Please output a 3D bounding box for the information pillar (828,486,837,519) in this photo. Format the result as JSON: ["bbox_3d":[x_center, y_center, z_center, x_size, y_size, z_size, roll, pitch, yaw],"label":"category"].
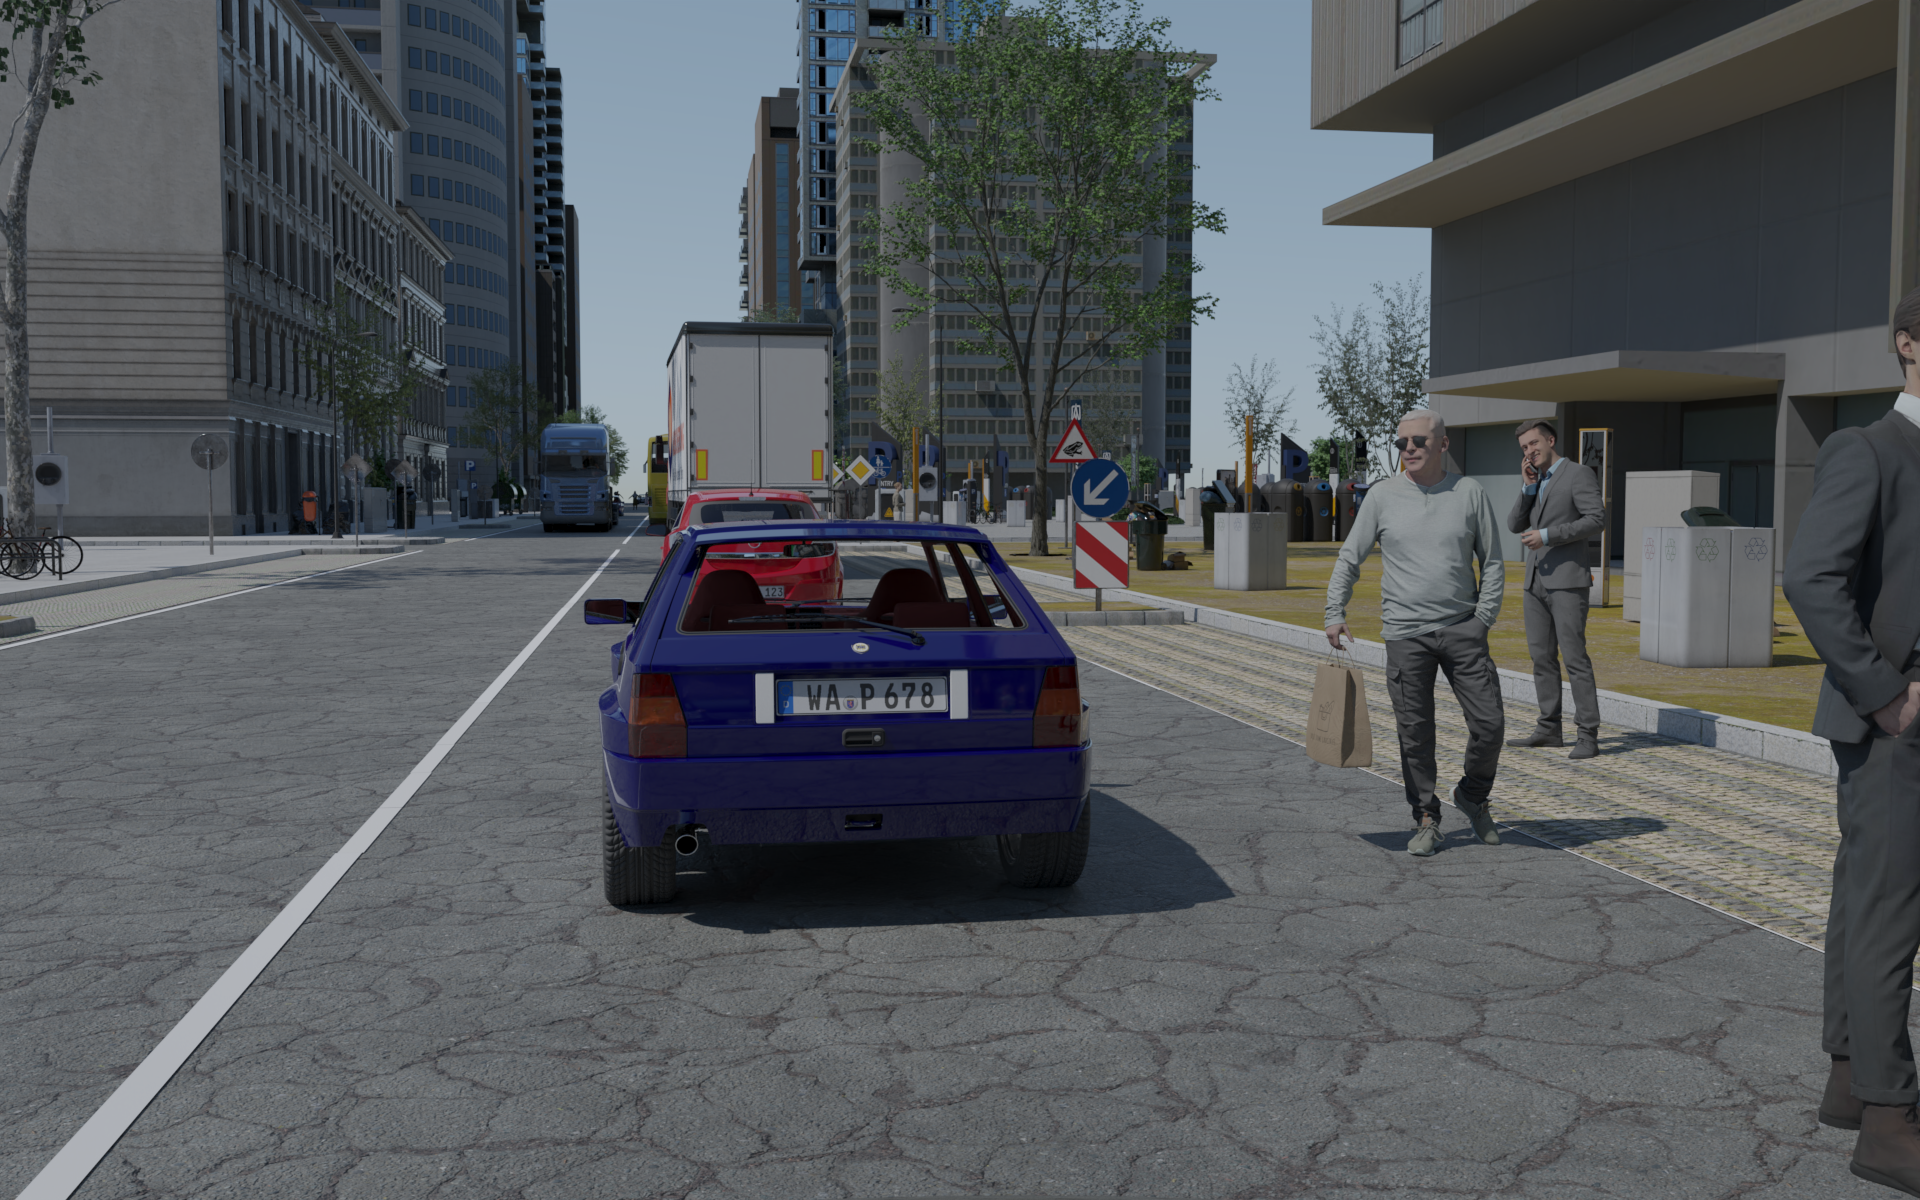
[{"bbox_3d":[-5.681,-4.454,77.316,0.304,2.012,0.304,3,4,38],"label":"information pillar"}]

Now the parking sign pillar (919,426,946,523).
[{"bbox_3d":[-1.121,-4.887,68.369,1.447,3.967,1.447,-3,5,-40],"label":"parking sign pillar"}]

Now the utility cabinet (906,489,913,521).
[{"bbox_3d":[-2.170,-4.458,81.560,0.318,1.500,1.173,-3,5,-42],"label":"utility cabinet"}]

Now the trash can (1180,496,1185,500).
[{"bbox_3d":[13.416,-5.648,104.000,0.748,1.137,0.748,0,3,0],"label":"trash can"}]

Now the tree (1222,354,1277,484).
[{"bbox_3d":[15.687,-8.653,91.836,4.360,8.622,3.978,0,3,0],"label":"tree"}]

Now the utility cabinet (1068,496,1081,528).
[{"bbox_3d":[4.258,-3.286,64.892,0.306,1.237,1.020,-1,4,-15],"label":"utility cabinet"}]

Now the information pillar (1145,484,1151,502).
[{"bbox_3d":[13.026,-7.084,120.312,0.304,2.012,0.304,-3,5,-43],"label":"information pillar"}]

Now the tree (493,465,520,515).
[{"bbox_3d":[-27.693,-6.736,104.742,1.663,3.219,1.824,0,3,0],"label":"tree"}]

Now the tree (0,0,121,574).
[{"bbox_3d":[-16.542,-10.527,28.007,12.611,20.169,13.585,0,3,0],"label":"tree"}]

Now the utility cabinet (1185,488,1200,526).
[{"bbox_3d":[9.301,-3.697,69.121,0.318,1.500,1.173,0,4,-7],"label":"utility cabinet"}]

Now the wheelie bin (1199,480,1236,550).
[{"bbox_3d":[5.890,-1.948,39.760,0.693,1.594,0.980,2,4,27],"label":"wheelie bin"}]

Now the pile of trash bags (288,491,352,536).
[{"bbox_3d":[-20.389,-2.766,54.974,1.912,1.369,3.447,-1,4,-13],"label":"pile of trash bags"}]

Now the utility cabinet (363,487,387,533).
[{"bbox_3d":[-19.339,-2.976,57.333,0.318,1.500,1.173,0,4,4],"label":"utility cabinet"}]

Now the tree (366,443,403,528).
[{"bbox_3d":[-21.886,-4.339,65.551,1.663,3.219,1.824,0,3,0],"label":"tree"}]

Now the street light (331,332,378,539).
[{"bbox_3d":[-17.392,-4.724,49.778,1.470,5.913,1.316,-1,4,-10],"label":"street light"}]

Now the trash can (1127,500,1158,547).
[{"bbox_3d":[4.454,-1.875,42.315,0.748,1.137,0.748,0,3,0],"label":"trash can"}]

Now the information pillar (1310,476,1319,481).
[{"bbox_3d":[14.808,-4.155,72.426,0.304,2.012,0.304,-1,4,-15],"label":"information pillar"}]

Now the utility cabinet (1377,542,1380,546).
[{"bbox_3d":[10.718,-1.919,42.546,0.306,1.237,1.020,-2,4,-33],"label":"utility cabinet"}]

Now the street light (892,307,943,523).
[{"bbox_3d":[-1.010,-4.329,43.325,1.470,5.913,1.316,-1,4,-10],"label":"street light"}]

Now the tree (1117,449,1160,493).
[{"bbox_3d":[12.764,-8.641,124.997,4.285,4.588,4.351,0,3,0],"label":"tree"}]

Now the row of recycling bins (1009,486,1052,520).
[{"bbox_3d":[3.297,-4.874,86.807,1.069,1.692,3.534,-3,5,-40],"label":"row of recycling bins"}]

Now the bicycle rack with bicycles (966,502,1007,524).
[{"bbox_3d":[1.048,-3.749,74.682,2.852,0.926,2.925,-1,4,-21],"label":"bicycle rack with bicycles"}]

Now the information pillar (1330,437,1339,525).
[{"bbox_3d":[15.427,-4.898,71.442,0.183,3.616,0.504,-2,4,-30],"label":"information pillar"}]

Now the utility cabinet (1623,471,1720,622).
[{"bbox_3d":[6.922,-0.501,16.865,0.318,1.500,1.173,-1,4,-8],"label":"utility cabinet"}]

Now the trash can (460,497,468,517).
[{"bbox_3d":[-27.476,-5.130,95.530,0.748,1.137,0.748,0,3,0],"label":"trash can"}]

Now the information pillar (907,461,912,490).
[{"bbox_3d":[-3.464,-7.804,118.957,0.183,3.616,0.504,2,4,28],"label":"information pillar"}]

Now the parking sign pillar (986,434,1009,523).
[{"bbox_3d":[1.859,-5.498,78.357,1.447,3.967,1.447,1,4,15],"label":"parking sign pillar"}]

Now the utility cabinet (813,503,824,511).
[{"bbox_3d":[-6.888,-4.317,81.744,1.020,1.237,0.306,2,4,29],"label":"utility cabinet"}]

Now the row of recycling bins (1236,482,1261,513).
[{"bbox_3d":[10.063,-3.117,58.078,3.534,1.692,1.069,-2,4,-23],"label":"row of recycling bins"}]

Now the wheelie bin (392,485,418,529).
[{"bbox_3d":[-20.332,-3.402,63.539,0.693,1.594,0.980,3,4,36],"label":"wheelie bin"}]

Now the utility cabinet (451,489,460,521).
[{"bbox_3d":[-23.435,-4.392,80.493,0.318,1.500,1.173,-1,4,-11],"label":"utility cabinet"}]

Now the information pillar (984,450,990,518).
[{"bbox_3d":[1.447,-6.232,93.249,0.183,3.616,0.504,-2,4,-29],"label":"information pillar"}]

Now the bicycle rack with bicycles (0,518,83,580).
[{"bbox_3d":[-14.780,-0.776,26.071,2.925,0.926,2.852,-2,4,-29],"label":"bicycle rack with bicycles"}]

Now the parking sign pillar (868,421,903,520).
[{"bbox_3d":[-2.765,-4.613,63.889,1.447,3.967,1.447,2,4,33],"label":"parking sign pillar"}]

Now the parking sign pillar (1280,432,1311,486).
[{"bbox_3d":[14.706,-5.349,75.922,1.447,3.967,1.447,-1,4,-19],"label":"parking sign pillar"}]

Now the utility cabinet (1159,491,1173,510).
[{"bbox_3d":[13.660,-6.520,115.273,1.173,1.500,0.318,-2,4,-24],"label":"utility cabinet"}]

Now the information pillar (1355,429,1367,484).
[{"bbox_3d":[14.446,-4.352,62.506,0.504,3.616,0.183,-2,4,-26],"label":"information pillar"}]

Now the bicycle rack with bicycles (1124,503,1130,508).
[{"bbox_3d":[10.269,-6.514,119.888,2.852,0.926,2.925,-1,4,-23],"label":"bicycle rack with bicycles"}]

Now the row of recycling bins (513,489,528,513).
[{"bbox_3d":[-30.552,-6.923,120.306,1.069,1.692,3.534,-1,4,-20],"label":"row of recycling bins"}]

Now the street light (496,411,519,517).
[{"bbox_3d":[-25.345,-7.607,96.916,1.470,5.913,1.316,-1,4,-10],"label":"street light"}]

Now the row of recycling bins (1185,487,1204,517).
[{"bbox_3d":[14.019,-5.637,99.278,1.069,1.692,3.534,-1,4,-21],"label":"row of recycling bins"}]

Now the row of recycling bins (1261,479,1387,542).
[{"bbox_3d":[10.056,-2.418,46.648,3.534,1.692,1.069,-1,4,-10],"label":"row of recycling bins"}]

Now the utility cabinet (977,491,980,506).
[{"bbox_3d":[1.055,-7.351,128.866,0.318,1.500,1.173,-2,4,-34],"label":"utility cabinet"}]

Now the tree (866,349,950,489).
[{"bbox_3d":[-2.736,-8.480,89.013,4.737,8.622,4.395,0,3,0],"label":"tree"}]

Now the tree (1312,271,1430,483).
[{"bbox_3d":[14.414,-6.576,57.887,4.360,8.622,3.978,0,3,0],"label":"tree"}]

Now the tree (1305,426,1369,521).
[{"bbox_3d":[18.140,-6.139,84.094,4.285,4.588,4.351,0,3,0],"label":"tree"}]

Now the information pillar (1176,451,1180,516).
[{"bbox_3d":[11.858,-6.288,94.158,0.183,3.616,0.504,-1,4,-12],"label":"information pillar"}]

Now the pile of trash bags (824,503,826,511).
[{"bbox_3d":[-10.230,-6.760,120.272,1.912,1.369,3.447,-1,4,-18],"label":"pile of trash bags"}]

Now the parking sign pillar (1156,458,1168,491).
[{"bbox_3d":[15.224,-8.678,130.357,1.447,3.967,1.447,2,4,32],"label":"parking sign pillar"}]

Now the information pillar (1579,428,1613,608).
[{"bbox_3d":[7.167,-0.922,19.565,0.304,2.012,0.304,2,4,32],"label":"information pillar"}]

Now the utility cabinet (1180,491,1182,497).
[{"bbox_3d":[15.333,-6.946,122.253,0.318,1.500,1.173,2,4,28],"label":"utility cabinet"}]
